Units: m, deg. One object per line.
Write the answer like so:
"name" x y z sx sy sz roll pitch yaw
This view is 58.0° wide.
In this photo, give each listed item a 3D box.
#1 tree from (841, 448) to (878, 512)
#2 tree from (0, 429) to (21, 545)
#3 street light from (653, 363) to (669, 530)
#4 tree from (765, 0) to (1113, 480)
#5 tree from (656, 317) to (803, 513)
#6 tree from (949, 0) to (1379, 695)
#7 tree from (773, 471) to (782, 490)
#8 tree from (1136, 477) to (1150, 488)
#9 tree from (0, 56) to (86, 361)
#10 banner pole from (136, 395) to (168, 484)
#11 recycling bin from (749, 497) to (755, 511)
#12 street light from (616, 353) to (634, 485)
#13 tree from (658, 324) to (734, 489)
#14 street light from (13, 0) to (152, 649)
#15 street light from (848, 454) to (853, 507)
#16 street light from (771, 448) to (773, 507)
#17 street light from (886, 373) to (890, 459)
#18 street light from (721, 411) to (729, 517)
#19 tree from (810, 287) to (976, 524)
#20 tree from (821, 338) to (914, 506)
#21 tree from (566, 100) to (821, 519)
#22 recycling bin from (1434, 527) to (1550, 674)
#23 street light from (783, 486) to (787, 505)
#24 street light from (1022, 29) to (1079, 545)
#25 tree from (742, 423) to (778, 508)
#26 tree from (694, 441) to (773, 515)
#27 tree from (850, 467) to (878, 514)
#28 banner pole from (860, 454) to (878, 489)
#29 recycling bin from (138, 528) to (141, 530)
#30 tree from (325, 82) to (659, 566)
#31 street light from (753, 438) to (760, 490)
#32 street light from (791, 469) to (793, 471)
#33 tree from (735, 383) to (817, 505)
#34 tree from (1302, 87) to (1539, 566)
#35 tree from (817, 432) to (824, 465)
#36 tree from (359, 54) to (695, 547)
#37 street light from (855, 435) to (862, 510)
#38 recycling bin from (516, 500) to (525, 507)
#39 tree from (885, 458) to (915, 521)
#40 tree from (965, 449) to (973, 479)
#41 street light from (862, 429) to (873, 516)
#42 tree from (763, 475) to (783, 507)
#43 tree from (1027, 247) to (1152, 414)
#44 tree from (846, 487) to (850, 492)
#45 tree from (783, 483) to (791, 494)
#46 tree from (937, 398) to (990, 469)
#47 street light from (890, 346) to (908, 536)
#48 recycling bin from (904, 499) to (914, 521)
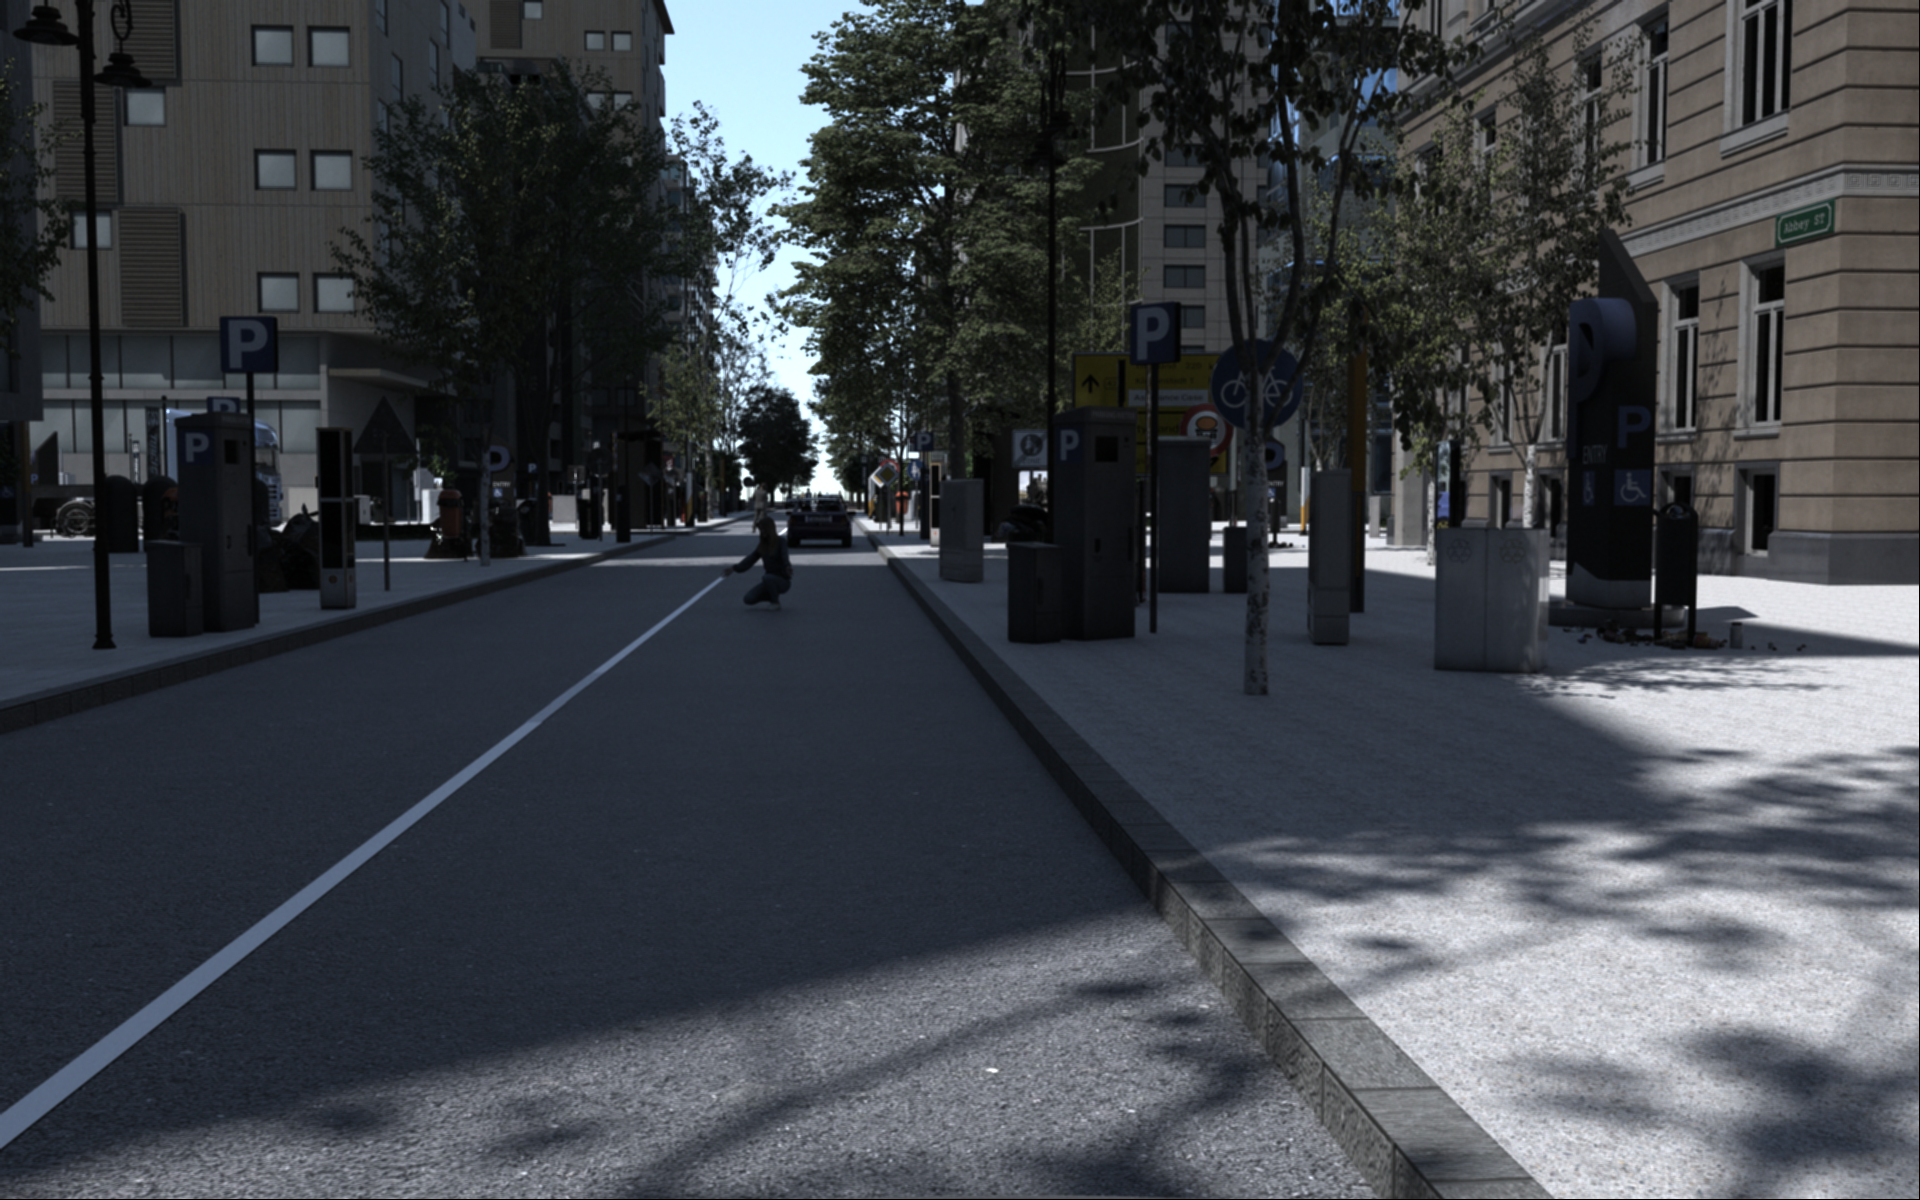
"tree" -6.758 -8.531 123.191 4.285 4.588 4.351 0 3 0
"tree" -24.559 -3.034 44.205 1.663 3.219 1.824 0 3 0
"street light" -10.537 -5.411 61.251 0.468 5.910 1.993 0 4 -4
"tree" -0.354 -7.145 34.950 7.486 12.596 7.792 0 3 0
"tree" -16.086 -12.835 120.216 12.009 13.543 11.850 0 3 0
"tree" 1.793 -3.687 10.650 4.360 8.622 3.978 0 3 0
"tree" -21.102 -12.489 187.909 4.285 4.588 4.351 0 3 0
"tree" 8.737 -5.567 85.614 1.663 3.219 1.824 0 3 0
"tree" -16.577 -4.786 28.614 4.737 8.622 4.395 0 3 0
"banner pole" -20.249 -3.289 43.792 0.401 3.779 0.863 1 4 19
"recycling bin" -15.423 -7.215 130.524 0.722 1.027 0.722 2 4 33
"street light" -9.667 -4.735 50.204 0.468 5.910 1.993 0 4 -4
"tree" -11.777 -7.601 74.642 4.737 8.622 4.395 0 3 0
"street light" -7.114 -2.534 14.220 0.468 5.910 1.993 0 4 -4
"street light" -10.919 -12.452 176.384 0.468 5.910 1.993 0 4 -4
"street light" -18.781 -12.238 172.874 0.468 5.910 1.993 0 4 -4
"street light" -2.647 -5.643 65.051 0.468 5.910 1.993 0 4 -4
"street light" -13.074 -7.562 96.429 0.468 5.910 1.993 0 4 -4
"tree" -2.820 -8.591 74.868 8.767 10.594 7.601 1 4 21
"tree" -10.185 -20.248 186.943 12.611 20.169 13.585 0 3 0
"tree" -13.478 -14.088 86.229 12.611 20.169 13.585 0 3 0
"recycling bin" 3.925 -0.013 12.761 0.722 1.027 0.722 2 4 25
"street light" -22.200 -15.178 220.947 0.468 5.910 1.993 0 4 -4
"street light" 0.946 -2.757 17.862 0.468 5.910 1.993 0 4 -4
"tree" -17.919 -12.779 159.292 4.360 8.622 3.978 0 3 0
"tree" -14.875 -7.574 107.542 4.285 4.588 4.351 0 3 0
"tree" -5.615 -7.063 110.083 1.663 3.219 1.824 0 3 0
"banner pole" -5.164 -6.471 95.810 0.863 3.779 0.401 -3 4 -36
"recycling bin" -29.331 -3.072 62.786 0.722 1.027 0.722 1 4 21
"tree" -8.682 -4.921 30.816 4.737 8.622 4.395 0 3 0
"street light" -16.149 -10.080 137.603 0.468 5.910 1.993 0 4 -4
"street light" -24.893 -17.356 256.553 0.468 5.910 1.993 0 4 -4
"tree" -21.727 -17.922 199.674 9.857 13.997 8.962 0 3 0
"tree" 8.220 -4.923 30.856 4.737 8.622 4.395 0 3 0
"tree" -25.807 -21.827 263.532 9.857 13.997 8.962 0 3 0
"tree" -10.341 -7.122 42.208 9.928 11.665 9.643 0 3 0
"street light" -7.830 -9.946 135.398 0.468 5.910 1.993 0 4 -4
"recycling bin" -19.630 -3.967 77.419 0.722 1.027 0.722 -2 4 -30
"tree" -2.804 -5.428 83.353 1.663 3.219 1.824 0 3 0
"tree" 1.088 -7.814 111.469 4.285 4.588 4.351 0 3 0
"street light" -5.249 -7.794 100.224 0.468 5.910 1.993 0 4 -4
"tree" -19.357 -11.110 176.243 1.663 3.219 1.824 0 3 0
"tree" 3.960 -6.230 52.215 4.737 8.622 4.395 0 3 0
"tree" -13.435 -13.770 219.739 1.663 3.219 1.824 0 3 0
"tree" -25.100 -15.359 245.715 1.663 3.219 1.824 0 3 0
"tree" 0.281 -10.254 118.018 4.737 8.622 4.395 0 3 0
"street light" -1.793 -4.907 53.025 0.468 5.910 1.993 0 4 -4
"recycling bin" -2.575 -4.234 81.780 0.722 1.027 0.722 0 4 6
